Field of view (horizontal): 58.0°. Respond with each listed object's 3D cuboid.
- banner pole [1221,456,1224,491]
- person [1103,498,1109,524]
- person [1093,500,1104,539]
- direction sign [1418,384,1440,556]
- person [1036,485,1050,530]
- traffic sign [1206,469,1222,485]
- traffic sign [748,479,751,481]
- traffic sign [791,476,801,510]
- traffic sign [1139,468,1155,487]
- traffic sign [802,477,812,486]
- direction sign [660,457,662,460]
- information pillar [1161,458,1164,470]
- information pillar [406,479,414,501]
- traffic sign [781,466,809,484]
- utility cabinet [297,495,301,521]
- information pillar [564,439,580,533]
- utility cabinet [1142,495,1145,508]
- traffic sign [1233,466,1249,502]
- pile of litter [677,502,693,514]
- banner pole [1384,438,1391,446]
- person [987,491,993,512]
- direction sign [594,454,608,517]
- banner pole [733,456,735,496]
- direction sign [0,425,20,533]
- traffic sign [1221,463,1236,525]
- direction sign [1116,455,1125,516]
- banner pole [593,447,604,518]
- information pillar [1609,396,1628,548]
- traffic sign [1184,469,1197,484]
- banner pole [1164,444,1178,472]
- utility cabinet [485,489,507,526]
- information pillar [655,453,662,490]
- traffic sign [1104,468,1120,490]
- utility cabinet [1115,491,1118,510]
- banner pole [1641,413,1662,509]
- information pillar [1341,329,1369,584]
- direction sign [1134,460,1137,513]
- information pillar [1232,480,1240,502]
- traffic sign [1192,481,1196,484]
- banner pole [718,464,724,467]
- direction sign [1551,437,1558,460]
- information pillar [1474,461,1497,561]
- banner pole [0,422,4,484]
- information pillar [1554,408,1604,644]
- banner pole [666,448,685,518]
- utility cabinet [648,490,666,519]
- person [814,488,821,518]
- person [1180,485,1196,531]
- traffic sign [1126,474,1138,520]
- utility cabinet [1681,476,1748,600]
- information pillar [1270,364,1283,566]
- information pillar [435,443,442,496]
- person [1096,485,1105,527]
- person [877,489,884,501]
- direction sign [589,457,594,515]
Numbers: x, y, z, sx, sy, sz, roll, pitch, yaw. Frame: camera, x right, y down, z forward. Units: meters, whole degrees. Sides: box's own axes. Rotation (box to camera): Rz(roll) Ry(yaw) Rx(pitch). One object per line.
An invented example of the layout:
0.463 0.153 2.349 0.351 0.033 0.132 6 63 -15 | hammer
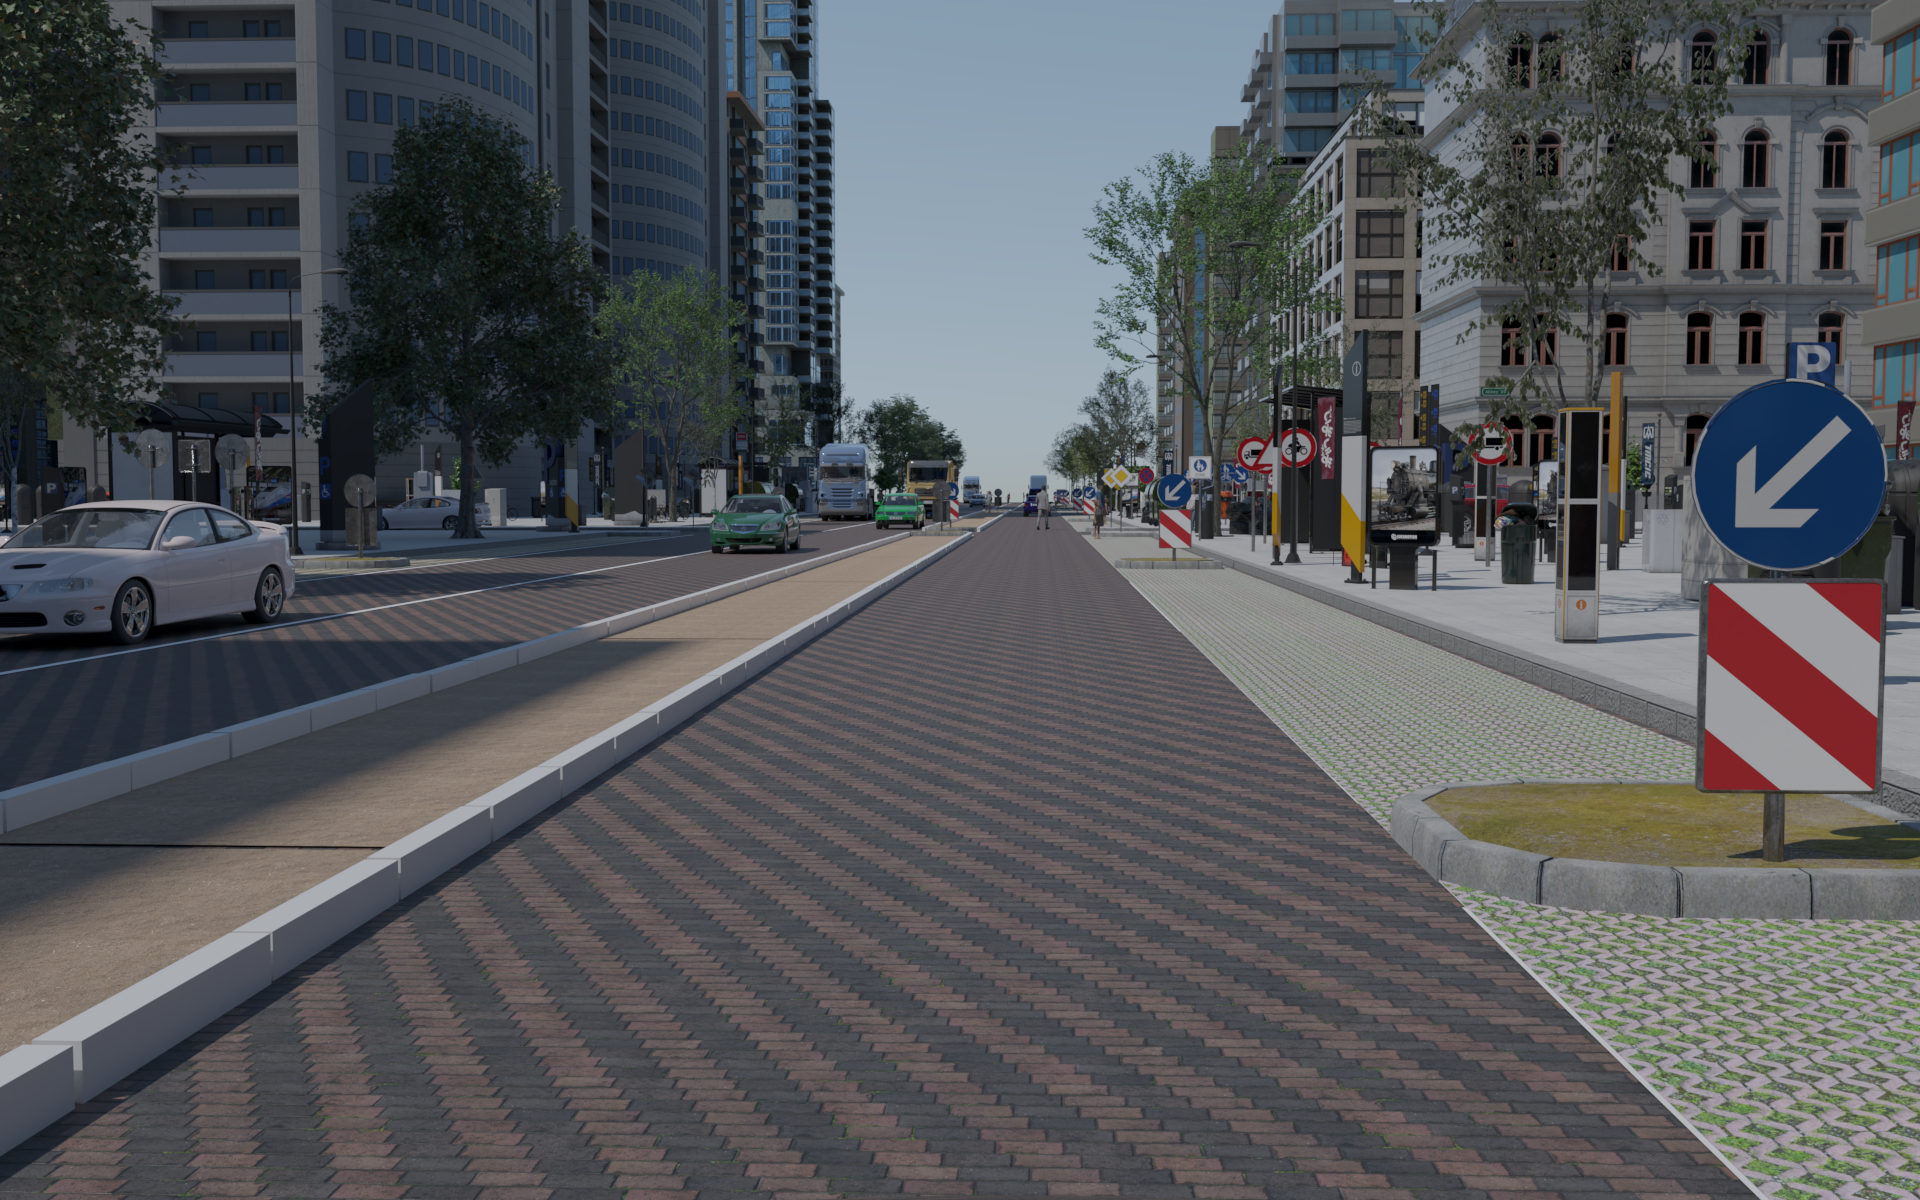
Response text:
17.100 -7.547 113.405 0.401 3.779 0.863 3 5 43 | banner pole
6.838 -4.159 81.161 0.373 1.253 0.362 0 4 -6 | person
4.399 -2.553 54.913 0.362 1.253 0.373 -2 4 -27 | person
9.737 -2.692 36.012 0.379 3.537 0.876 -1 4 -9 | direction sign
3.317 -3.711 69.443 0.678 1.792 0.850 2 4 29 | person
10.163 -4.265 69.832 0.768 2.556 0.104 0 4 4 | traffic sign
-14.539 -7.261 120.844 0.606 2.300 0.079 1 4 12 | traffic sign
-11.528 -7.433 121.630 0.768 2.556 0.104 1 4 9 | traffic sign
9.061 -5.139 84.127 0.768 2.556 0.104 1 4 11 | traffic sign
-11.193 -7.740 126.656 0.768 2.556 0.104 0 4 8 | traffic sign
-18.118 -6.906 104.911 0.379 3.537 0.876 0 4 -1 | direction sign
13.332 -7.505 114.065 0.183 3.616 0.504 -1 4 -10 | information pillar
-25.990 -4.735 81.917 0.304 2.012 0.304 -2 4 -33 | information pillar
-12.191 -8.157 127.243 2.265 3.308 0.079 1 4 9 | traffic sign
-31.895 -4.405 83.177 0.306 1.237 1.020 -2 4 -31 | utility cabinet
-12.862 -4.036 57.350 0.183 3.616 0.504 3 4 36 | information pillar
9.221 -4.391 82.955 1.020 1.237 0.306 3 4 39 | utility cabinet
12.904 -4.869 79.719 0.768 2.556 0.104 0 4 4 | traffic sign
-17.878 -5.928 110.894 1.719 0.858 1.176 -1 4 -9 | pile of litter
19.232 -5.382 78.010 0.401 3.779 0.863 3 4 36 | banner pole
2.320 -7.751 136.227 0.522 1.701 0.512 -2 4 -24 | person
-20.317 -6.529 98.750 0.379 3.537 0.876 -3 5 -41 | direction sign
-14.973 -7.623 114.655 0.401 3.779 0.863 0 4 2 | banner pole
-31.440 -3.977 57.027 0.876 3.537 0.379 -1 4 -20 | direction sign
11.033 -4.388 71.852 0.768 2.556 0.104 0 4 6 | traffic sign
9.365 -6.676 101.146 0.379 3.537 0.876 -2 4 -26 | direction sign
-19.117 -6.233 91.923 0.401 3.779 0.863 3 5 42 | banner pole
15.754 -3.065 41.471 0.183 3.616 0.504 -1 4 -22 | information pillar
11.408 -5.258 86.077 0.768 2.556 0.104 0 4 5 | traffic sign
10.700 -5.964 87.536 0.863 3.779 0.401 1 4 17 | banner pole
-18.595 -3.711 69.349 0.318 1.500 1.173 -3 5 -44 | utility cabinet
-17.388 -6.644 99.992 0.183 3.616 0.504 2 4 30 | information pillar
12.532 -8.775 137.337 2.265 3.308 0.079 0 4 4 | traffic sign
12.789 -8.101 141.127 0.318 1.500 1.173 -1 4 -15 | utility cabinet
21.355 -3.880 53.448 0.401 3.779 0.863 -2 4 -29 | banner pole
5.658 -2.047 24.824 0.183 3.616 0.504 -1 4 -23 | information pillar
11.773 -7.600 116.259 0.379 3.537 0.876 1 4 12 | direction sign
14.239 -5.186 89.282 0.304 2.012 0.304 3 4 37 | information pillar
12.206 -5.622 92.020 0.768 2.556 0.104 0 4 4 | traffic sign
-17.098 -8.273 125.284 0.863 3.779 0.401 -1 4 -8 | banner pole
23.655 -4.672 68.386 0.379 3.537 0.876 -2 4 -24 | direction sign
10.044 -1.749 33.093 0.304 2.012 0.304 3 5 41 | information pillar
-29.486 -3.835 52.713 0.401 3.779 0.863 2 4 32 | banner pole
5.324 -0.637 14.911 0.304 2.012 0.304 0 4 5 | information pillar
-15.656 -6.396 94.587 0.863 3.779 0.401 -2 4 -33 | banner pole
-15.673 -4.887 88.589 1.173 1.500 0.318 -1 4 -17 | utility cabinet
-8.472 -5.829 104.206 0.661 1.777 0.834 1 4 21 | person
8.071 -3.162 60.875 0.731 1.740 0.598 0 4 5 | person
8.488 -5.099 85.501 0.606 2.300 0.079 0 4 5 | traffic sign
8.935 -0.722 20.483 0.318 1.500 1.173 0 4 1 | utility cabinet
5.688 -2.428 31.047 0.183 3.616 0.504 1 4 19 | information pillar
-24.124 -5.433 80.178 0.504 3.616 0.183 3 5 41 | information pillar
5.725 -3.783 70.542 0.419 1.800 0.721 -1 4 -8 | person
-5.671 -7.033 123.834 0.599 1.781 0.374 0 4 -6 | person
-22.701 -7.063 107.481 0.379 3.537 0.876 2 4 28 | direction sign
